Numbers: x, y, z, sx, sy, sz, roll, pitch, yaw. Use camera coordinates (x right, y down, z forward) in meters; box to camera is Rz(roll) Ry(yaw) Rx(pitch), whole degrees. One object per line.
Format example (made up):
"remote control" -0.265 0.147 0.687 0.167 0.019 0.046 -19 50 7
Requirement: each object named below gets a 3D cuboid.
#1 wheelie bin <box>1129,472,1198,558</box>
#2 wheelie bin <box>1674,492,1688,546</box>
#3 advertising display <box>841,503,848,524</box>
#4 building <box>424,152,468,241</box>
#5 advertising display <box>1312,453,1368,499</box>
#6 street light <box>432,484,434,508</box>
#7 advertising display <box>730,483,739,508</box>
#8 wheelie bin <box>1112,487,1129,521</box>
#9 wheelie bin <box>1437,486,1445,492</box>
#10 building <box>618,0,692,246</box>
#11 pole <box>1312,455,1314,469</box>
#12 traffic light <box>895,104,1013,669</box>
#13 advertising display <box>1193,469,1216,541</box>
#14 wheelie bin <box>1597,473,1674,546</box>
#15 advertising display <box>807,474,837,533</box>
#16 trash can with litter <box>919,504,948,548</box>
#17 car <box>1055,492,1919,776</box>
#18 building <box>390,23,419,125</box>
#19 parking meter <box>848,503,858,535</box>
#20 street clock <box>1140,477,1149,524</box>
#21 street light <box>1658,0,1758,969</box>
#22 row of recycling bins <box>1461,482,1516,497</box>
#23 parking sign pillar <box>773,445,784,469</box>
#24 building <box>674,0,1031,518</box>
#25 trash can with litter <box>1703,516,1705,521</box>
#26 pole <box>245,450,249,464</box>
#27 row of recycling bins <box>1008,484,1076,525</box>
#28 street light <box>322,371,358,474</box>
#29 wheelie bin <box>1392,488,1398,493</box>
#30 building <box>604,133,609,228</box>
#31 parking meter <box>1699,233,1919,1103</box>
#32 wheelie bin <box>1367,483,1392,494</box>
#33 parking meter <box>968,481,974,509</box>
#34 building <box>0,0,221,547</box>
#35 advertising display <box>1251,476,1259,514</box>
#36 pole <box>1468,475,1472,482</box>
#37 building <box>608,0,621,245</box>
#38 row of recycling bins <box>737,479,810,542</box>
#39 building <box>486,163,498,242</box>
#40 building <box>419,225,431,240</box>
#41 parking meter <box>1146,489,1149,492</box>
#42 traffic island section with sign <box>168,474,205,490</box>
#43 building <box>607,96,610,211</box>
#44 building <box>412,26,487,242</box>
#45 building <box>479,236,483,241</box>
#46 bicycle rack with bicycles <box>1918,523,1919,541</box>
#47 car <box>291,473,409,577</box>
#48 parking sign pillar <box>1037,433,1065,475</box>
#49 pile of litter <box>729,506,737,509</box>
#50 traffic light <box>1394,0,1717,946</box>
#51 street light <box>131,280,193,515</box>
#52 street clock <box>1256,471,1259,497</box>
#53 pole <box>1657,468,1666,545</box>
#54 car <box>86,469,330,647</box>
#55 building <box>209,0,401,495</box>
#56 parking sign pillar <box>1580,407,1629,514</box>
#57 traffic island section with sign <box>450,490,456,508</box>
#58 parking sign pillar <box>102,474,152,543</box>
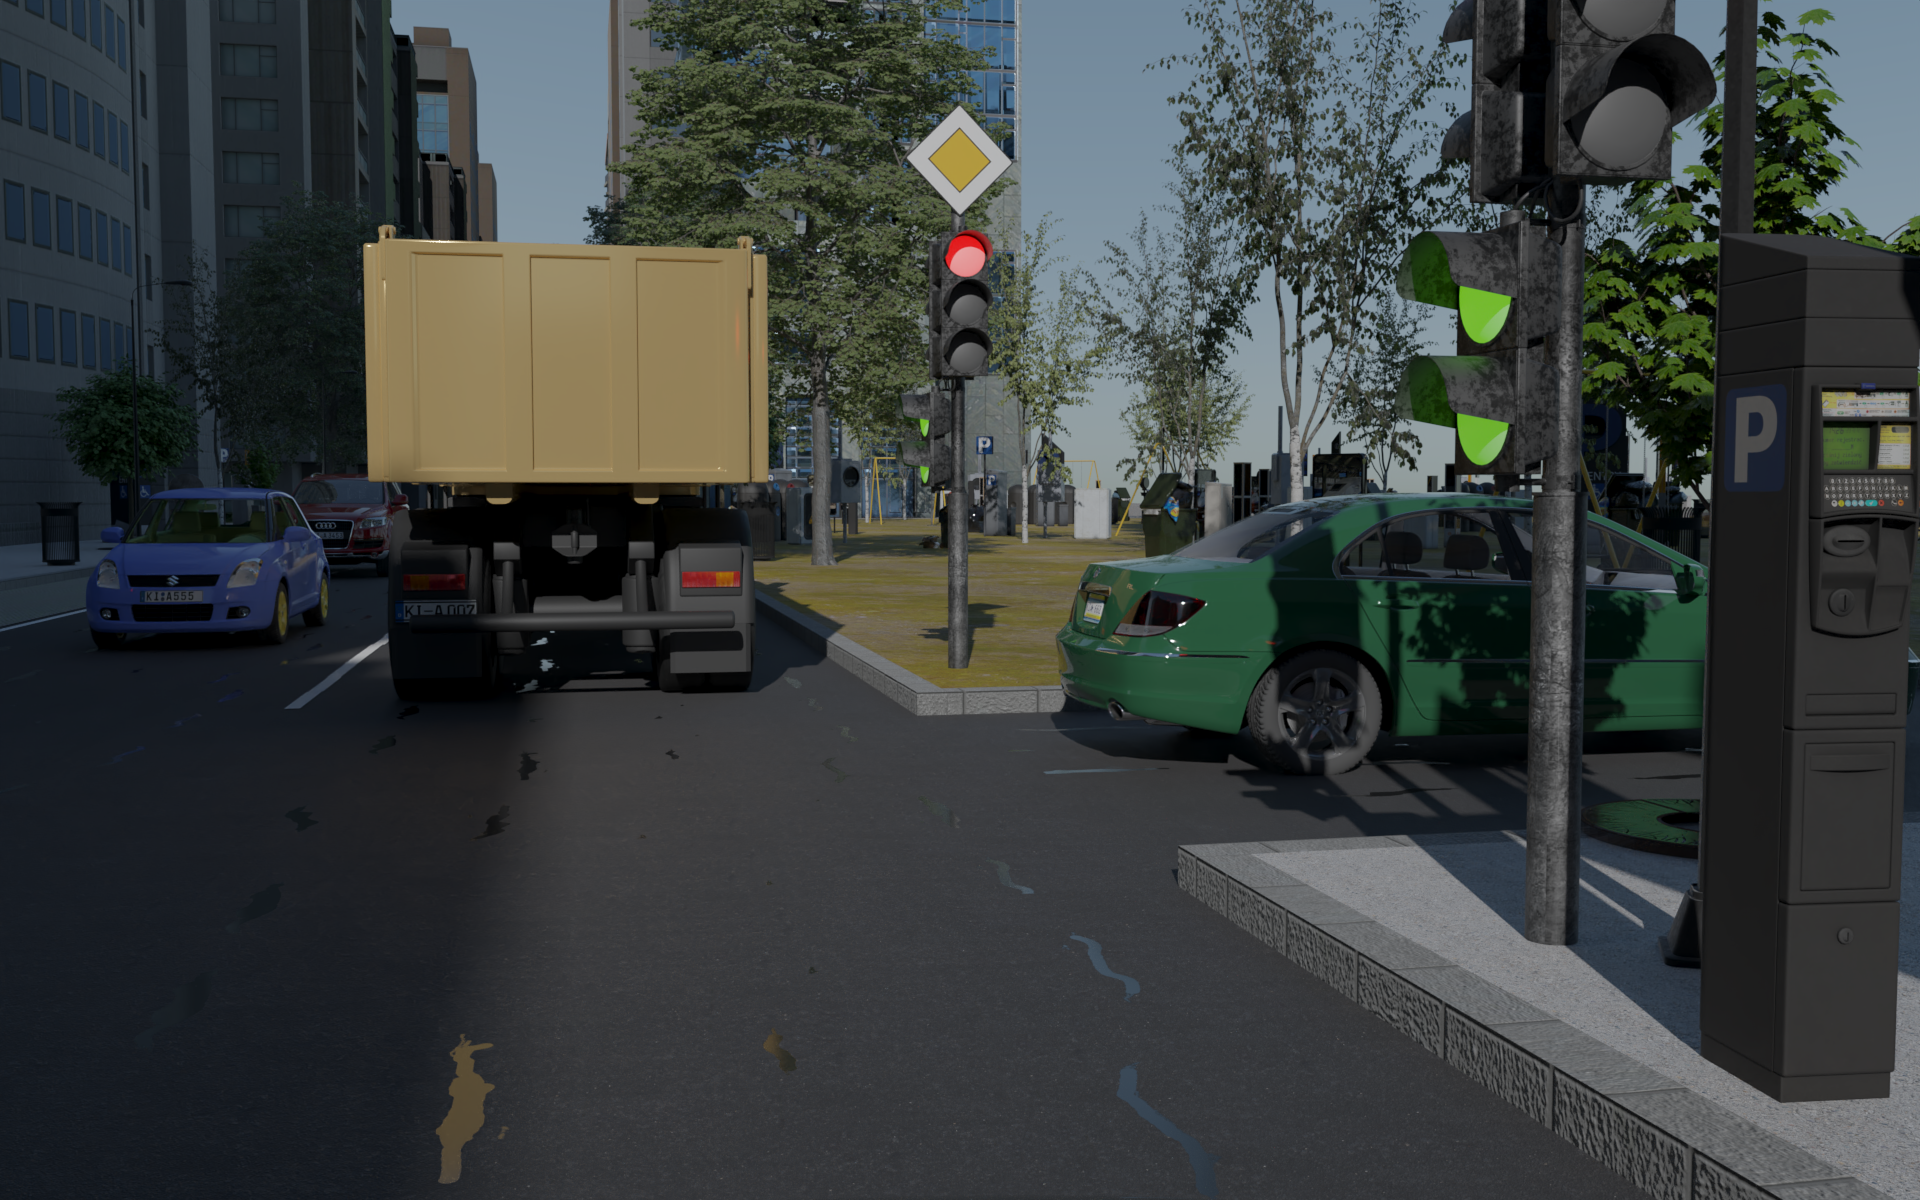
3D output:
"wheelie bin" 3.071 -1.074 25.472 0.693 1.594 0.980 -1 4 -23
"wheelie bin" 17.390 -2.120 42.577 0.980 1.594 0.693 0 4 2
"advertising display" -4.803 -4.217 74.155 0.123 1.923 0.974 -3 4 -37
"building" -48.820 -22.842 145.172 14.160 30.474 14.107 -1 4 -12
"advertising display" 6.010 -1.361 27.463 0.123 1.923 0.974 -3 5 -41
"street light" -33.663 -8.554 112.400 1.470 5.913 1.316 -1 4 -12
"advertising display" -9.299 -4.170 73.401 0.974 1.923 0.123 -3 5 -44
"wheelie bin" 7.602 -4.530 81.980 0.980 1.594 0.693 -3 4 -37
"wheelie bin" 18.914 -3.642 67.461 0.980 1.594 0.693 -3 4 -38
"building" -15.637 -36.202 133.904 21.231 58.520 28.212 -1 4 -12
"pole" 18.313 -5.856 89.593 0.158 3.312 0.155 0 3 0
"traffic light" -0.034 -1.453 12.670 0.839 4.253 0.868 -1 4 -12
"advertising display" 6.318 -2.418 44.749 0.123 1.923 0.974 3 4 39
"wheelie bin" 10.029 -1.105 25.983 0.980 1.594 0.693 -2 4 -27
"advertising display" -4.520 -3.151 56.740 0.974 1.923 0.123 -1 4 -20
"trash can with litter" -0.458 -1.806 40.910 1.055 1.170 0.624 1 4 19
"car" 3.008 0.116 9.900 4.920 1.459 2.131 -1 4 -11
"building" -39.847 -20.242 102.663 14.160 30.474 14.107 -1 4 -12
"parking meter" -3.392 -3.010 54.920 0.255 1.863 0.399 0 4 7
"street clock" 7.960 -4.295 74.791 0.358 2.002 0.471 3 4 37
"street light" 1.562 -1.955 4.502 1.470 5.913 1.316 -1 4 -12
"row of recycling bins" 17.882 -3.216 59.691 3.534 1.692 1.069 -3 4 -39
"parking sign pillar" -6.303 -4.245 57.879 1.447 3.967 1.447 1 4 14
"building" -8.401 -48.423 104.381 22.319 86.520 31.000 -1 4 -12
"trash can with litter" 36.181 -4.385 83.083 1.055 1.170 0.624 2 4 33
"pole" -32.912 -5.274 80.077 0.158 3.312 0.155 0 3 0
"row of recycling bins" 3.559 -4.070 73.655 3.534 1.692 1.069 -3 4 -37
"street light" -23.342 -5.667 65.190 1.470 5.913 1.316 -1 4 -12
"wheelie bin" 21.504 -4.803 86.442 0.693 1.594 0.980 2 4 32
"building" -31.516 -33.945 209.628 22.147 44.769 28.867 -1 4 -12
"parking meter" 1.833 0.120 3.748 0.255 1.863 0.399 0 4 -7
"wheelie bin" 11.313 -2.444 47.870 0.693 1.594 0.980 3 5 43
"parking meter" 0.482 -4.270 75.522 0.255 1.863 0.399 0 4 -3
"building" -34.658 -30.871 46.747 21.231 58.520 28.212 -1 4 -12
"advertising display" 10.632 -3.442 61.492 0.123 1.923 0.974 -3 5 -42
"pole" 26.731 -5.933 90.840 0.158 3.312 0.155 0 3 0
"building" -24.034 -30.851 154.524 14.600 45.320 14.200 -1 4 -12
"row of recycling bins" -5.118 -2.471 47.510 1.069 1.692 3.534 1 4 20
"building" -67.872 -35.292 227.134 14.600 45.320 14.200 -1 4 -12
"building" -51.033 -16.967 122.457 27.650 21.520 28.899 -1 4 -12
"parking meter" 10.106 -5.128 92.257 0.372 1.533 0.369 0 3 0
"traffic island section with sign" -14.699 -1.480 32.825 1.989 1.847 2.006 -1 4 -12
"building" -26.241 -34.292 184.375 21.300 48.544 21.600 -1 4 -12
"building" -54.673 -31.801 170.061 14.600 45.320 14.200 -1 4 -12
"building" -58.164 -25.261 184.721 14.160 30.474 14.107 -1 4 -12
"bicycle rack with bicycles" 24.369 -1.964 45.498 2.925 0.926 2.852 2 4 25
"car" -11.152 -1.395 31.487 2.281 1.827 5.304 -1 4 -12
"parking sign pillar" 3.980 -5.353 75.994 1.447 3.967 1.447 -3 5 -43
"pile of litter" -8.154 -3.068 64.119 1.176 0.858 1.719 2 4 30
"traffic light" 1.684 -0.976 4.872 0.839 4.253 0.868 -1 4 -12
"street light" -17.319 -3.979 37.601 1.470 5.913 1.316 -1 4 -12
"street clock" 9.332 -2.992 53.496 0.358 2.002 0.471 2 4 32
"pole" 16.129 -2.811 39.804 0.158 3.312 0.155 0 3 0
"car" -7.488 -0.480 17.445 1.945 1.707 3.694 -1 4 -11
"building" -36.974 -24.768 88.559 14.154 41.232 14.086 -1 4 -12
"parking sign pillar" 13.737 -2.997 37.478 1.447 3.967 1.447 1 4 11
"traffic island section with sign" -30.919 -5.983 106.445 1.989 1.847 2.006 -1 4 -12
"parking sign pillar" -22.065 -3.521 46.039 1.447 3.967 1.447 2 4 34
